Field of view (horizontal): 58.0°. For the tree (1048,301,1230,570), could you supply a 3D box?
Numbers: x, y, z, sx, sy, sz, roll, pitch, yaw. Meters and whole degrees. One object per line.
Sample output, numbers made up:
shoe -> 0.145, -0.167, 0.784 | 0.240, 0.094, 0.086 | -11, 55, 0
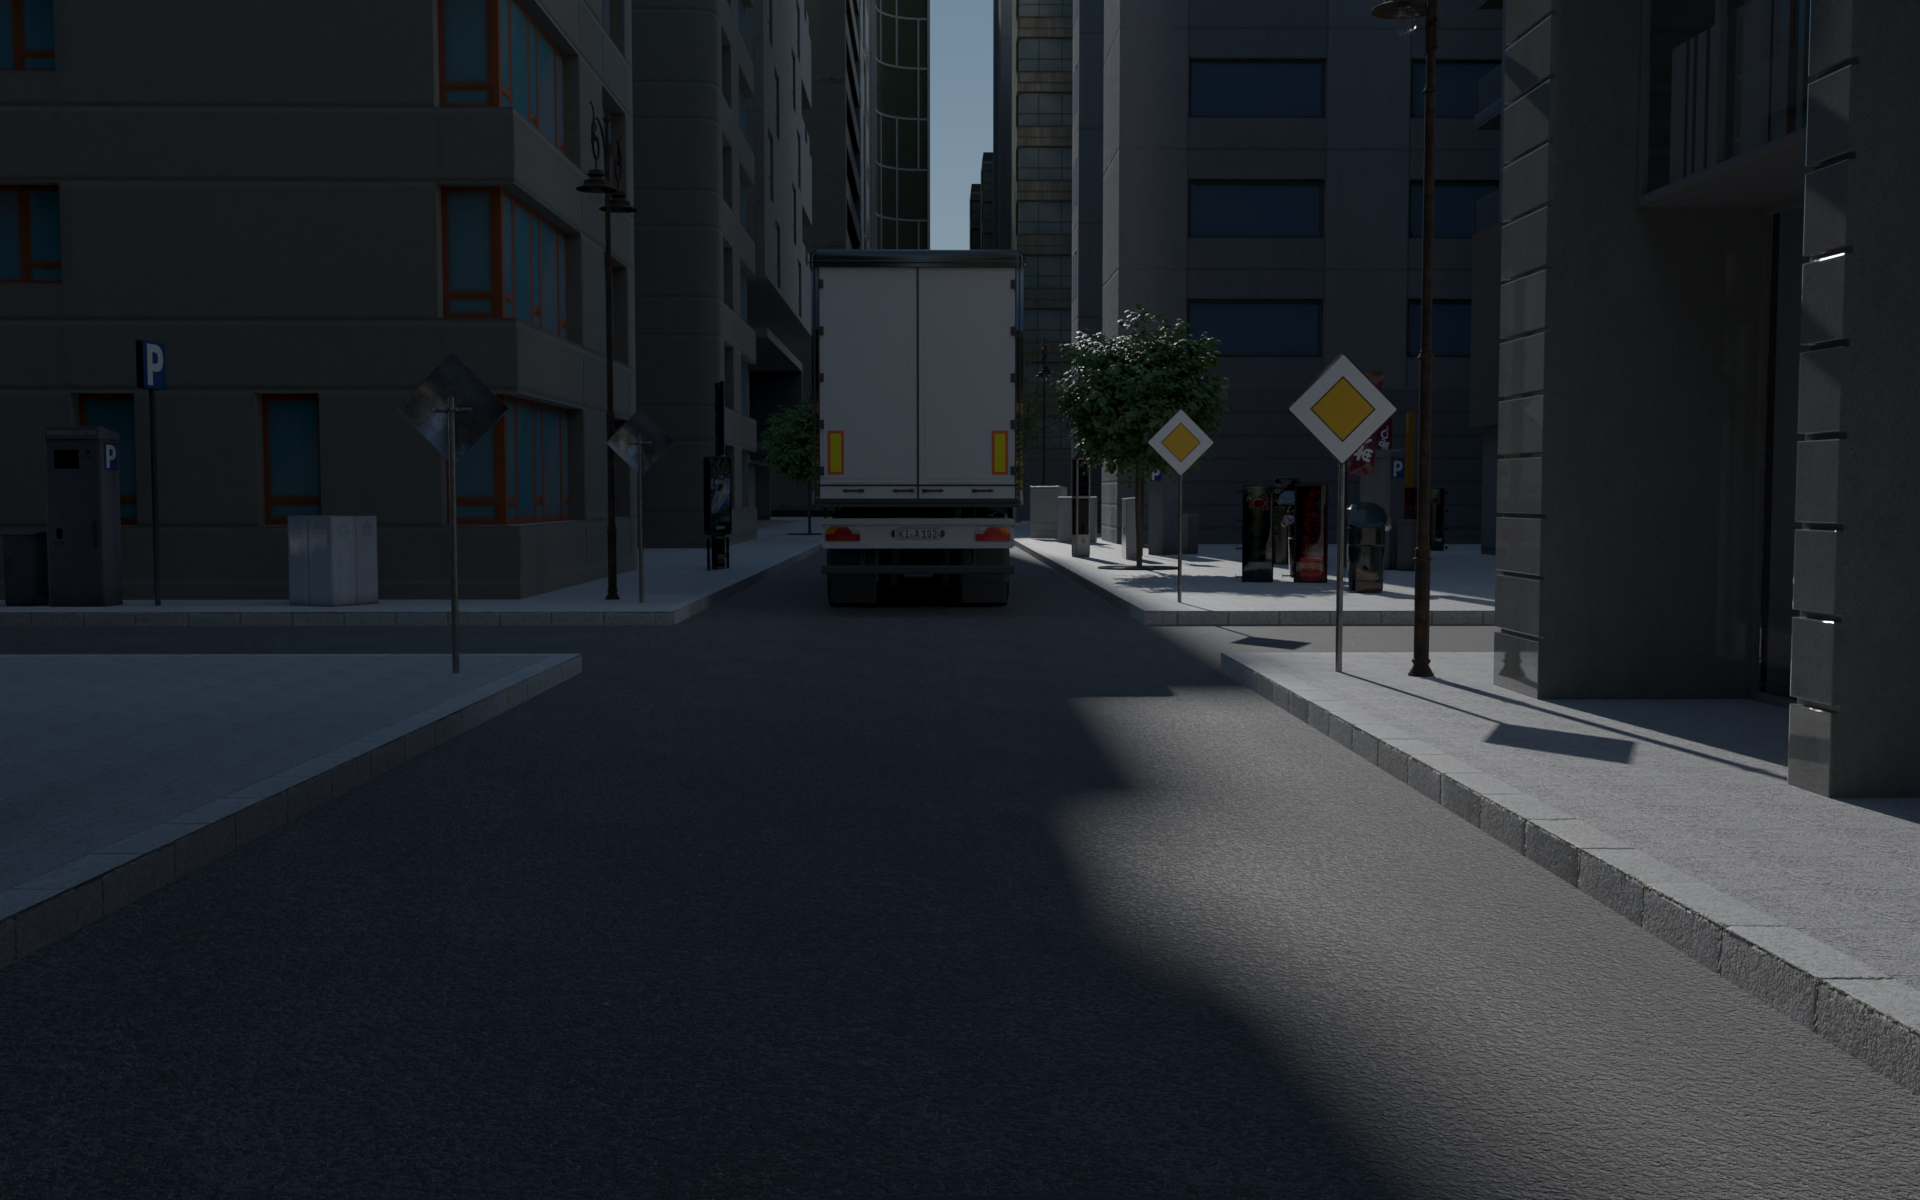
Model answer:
tree -> 3.137, -2.815, 29.733 | 4.285, 4.588, 4.351 | 0, 3, 0

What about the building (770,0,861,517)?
building -> -17.126, -29.466, 105.479 | 21.300, 48.544, 21.600 | 0, 4, -1

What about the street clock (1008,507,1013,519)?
street clock -> 1.850, -3.613, 63.645 | 0.471, 2.002, 0.358 | -1, 4, -13

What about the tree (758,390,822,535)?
tree -> -4.680, -4.345, 54.749 | 4.285, 4.588, 4.351 | 0, 3, 0

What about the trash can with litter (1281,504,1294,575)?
trash can with litter -> 5.282, -0.944, 26.818 | 0.624, 1.170, 1.055 | 1, 4, 10

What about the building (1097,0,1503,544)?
building -> 14.256, -31.475, 56.619 | 21.231, 58.520, 28.212 | 0, 4, -1

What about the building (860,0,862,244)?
building -> -14.325, -26.921, 123.756 | 14.154, 41.232, 14.086 | 0, 4, -1

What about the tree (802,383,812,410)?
tree -> -6.203, -8.492, 89.203 | 4.360, 8.622, 3.978 | 0, 3, 0

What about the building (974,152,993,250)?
building -> 8.724, -23.092, 149.261 | 14.160, 30.474, 14.107 | 0, 4, -1

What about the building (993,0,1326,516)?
building -> 12.918, -35.801, 127.353 | 21.231, 58.520, 28.212 | 0, 4, -1

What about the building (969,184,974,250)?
building -> 7.856, -23.973, 163.665 | 14.160, 30.474, 14.107 | 0, 4, -1

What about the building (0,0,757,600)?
building -> -19.417, -11.594, 34.594 | 27.650, 21.520, 28.899 | 0, 4, -1

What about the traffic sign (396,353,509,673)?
traffic sign -> -3.612, -0.533, 12.358 | 0.795, 2.450, 0.064 | 0, 4, -1

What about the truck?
truck -> -0.604, -2.237, 25.494 | 2.839, 4.237, 11.283 | 0, 4, -1

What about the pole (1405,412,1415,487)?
pole -> 11.177, -3.012, 43.088 | 0.158, 3.312, 0.155 | 0, 3, 0

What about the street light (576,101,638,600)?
street light -> -4.232, -2.944, 20.923 | 0.468, 5.910, 1.993 | 0, 4, -1

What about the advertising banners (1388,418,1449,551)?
advertising banners -> 10.277, -2.653, 39.565 | 0.090, 3.025, 2.074 | -3, 4, -37

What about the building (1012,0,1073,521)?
building -> 9.575, -24.747, 88.206 | 14.154, 41.232, 14.086 | 0, 4, -1

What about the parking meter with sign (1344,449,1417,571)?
parking meter with sign -> 7.164, -2.027, 29.404 | 0.543, 3.016, 1.738 | -2, 4, -34

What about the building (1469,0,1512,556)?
building -> 17.977, -23.157, 28.734 | 14.200, 45.320, 14.600 | 0, 4, -1

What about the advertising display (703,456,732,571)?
advertising display -> -4.111, -1.481, 29.421 | 0.123, 1.923, 0.974 | 1, 4, 14

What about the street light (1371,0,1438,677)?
street light -> 3.256, -2.402, 12.054 | 0.468, 5.910, 1.993 | 0, 4, -1

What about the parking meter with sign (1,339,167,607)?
parking meter with sign -> -10.048, -1.441, 19.828 | 1.738, 3.016, 0.543 | 0, 4, 0

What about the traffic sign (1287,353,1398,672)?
traffic sign -> 2.732, -0.538, 12.446 | 0.795, 2.450, 0.064 | 0, 4, -1

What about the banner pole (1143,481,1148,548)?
banner pole -> 4.549, -3.168, 41.811 | 0.401, 3.779, 0.863 | 3, 5, 43

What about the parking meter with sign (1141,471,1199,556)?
parking meter with sign -> 4.368, -2.466, 36.587 | 1.738, 3.016, 0.543 | -3, 5, -45

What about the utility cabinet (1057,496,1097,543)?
utility cabinet -> 3.097, -2.118, 45.793 | 1.020, 1.237, 0.306 | 1, 4, 15

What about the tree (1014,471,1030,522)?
tree -> 2.283, -5.132, 78.506 | 1.663, 3.219, 1.824 | 0, 3, 0

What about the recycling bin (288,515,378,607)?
recycling bin -> -7.272, -0.461, 20.098 | 0.722, 1.027, 0.722 | 2, 4, 27

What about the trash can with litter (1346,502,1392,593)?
trash can with litter -> 5.417, -0.697, 22.782 | 0.624, 1.170, 1.055 | 0, 4, 7

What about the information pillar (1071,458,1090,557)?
information pillar -> 2.459, -1.879, 35.209 | 0.304, 2.012, 0.304 | -1, 4, -16

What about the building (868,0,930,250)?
building -> -13.547, -45.887, 188.496 | 20.611, 71.187, 20.563 | 0, 4, -1

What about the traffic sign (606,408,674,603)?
traffic sign -> -3.749, -1.021, 20.341 | 0.795, 2.450, 0.064 | 0, 4, -1

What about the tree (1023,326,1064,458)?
tree -> 2.415, -7.595, 74.539 | 4.737, 8.622, 4.395 | 0, 3, 0

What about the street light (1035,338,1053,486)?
street light -> 2.493, -4.813, 51.478 | 0.468, 5.910, 1.993 | 0, 4, -1

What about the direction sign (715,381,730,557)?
direction sign -> -4.865, -2.637, 35.107 | 0.379, 3.537, 0.876 | -1, 4, -18

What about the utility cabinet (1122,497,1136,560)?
utility cabinet -> 3.378, -1.416, 34.307 | 0.306, 1.237, 1.020 | 0, 4, 1

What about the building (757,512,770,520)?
building -> -20.166, -29.390, 69.762 | 28.713, 52.752, 27.495 | 0, 4, -1

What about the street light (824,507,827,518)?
street light -> -4.939, -5.546, 63.473 | 0.468, 5.910, 1.993 | 0, 4, -1

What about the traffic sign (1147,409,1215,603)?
traffic sign -> 2.594, -1.027, 20.430 | 0.795, 2.450, 0.064 | 0, 4, -1

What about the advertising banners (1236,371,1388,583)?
advertising banners -> 5.030, -1.758, 24.923 | 2.074, 3.025, 0.090 | 1, 4, 12

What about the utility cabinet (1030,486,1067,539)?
utility cabinet -> 2.511, -2.462, 48.939 | 0.318, 1.500, 1.173 | -3, 5, -43

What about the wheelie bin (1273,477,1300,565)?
wheelie bin -> 5.966, -1.451, 31.639 | 0.693, 1.594, 0.980 | -2, 4, -28

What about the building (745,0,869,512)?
building -> -21.589, -34.635, 155.519 | 27.495, 52.752, 28.713 | 0, 4, -1
